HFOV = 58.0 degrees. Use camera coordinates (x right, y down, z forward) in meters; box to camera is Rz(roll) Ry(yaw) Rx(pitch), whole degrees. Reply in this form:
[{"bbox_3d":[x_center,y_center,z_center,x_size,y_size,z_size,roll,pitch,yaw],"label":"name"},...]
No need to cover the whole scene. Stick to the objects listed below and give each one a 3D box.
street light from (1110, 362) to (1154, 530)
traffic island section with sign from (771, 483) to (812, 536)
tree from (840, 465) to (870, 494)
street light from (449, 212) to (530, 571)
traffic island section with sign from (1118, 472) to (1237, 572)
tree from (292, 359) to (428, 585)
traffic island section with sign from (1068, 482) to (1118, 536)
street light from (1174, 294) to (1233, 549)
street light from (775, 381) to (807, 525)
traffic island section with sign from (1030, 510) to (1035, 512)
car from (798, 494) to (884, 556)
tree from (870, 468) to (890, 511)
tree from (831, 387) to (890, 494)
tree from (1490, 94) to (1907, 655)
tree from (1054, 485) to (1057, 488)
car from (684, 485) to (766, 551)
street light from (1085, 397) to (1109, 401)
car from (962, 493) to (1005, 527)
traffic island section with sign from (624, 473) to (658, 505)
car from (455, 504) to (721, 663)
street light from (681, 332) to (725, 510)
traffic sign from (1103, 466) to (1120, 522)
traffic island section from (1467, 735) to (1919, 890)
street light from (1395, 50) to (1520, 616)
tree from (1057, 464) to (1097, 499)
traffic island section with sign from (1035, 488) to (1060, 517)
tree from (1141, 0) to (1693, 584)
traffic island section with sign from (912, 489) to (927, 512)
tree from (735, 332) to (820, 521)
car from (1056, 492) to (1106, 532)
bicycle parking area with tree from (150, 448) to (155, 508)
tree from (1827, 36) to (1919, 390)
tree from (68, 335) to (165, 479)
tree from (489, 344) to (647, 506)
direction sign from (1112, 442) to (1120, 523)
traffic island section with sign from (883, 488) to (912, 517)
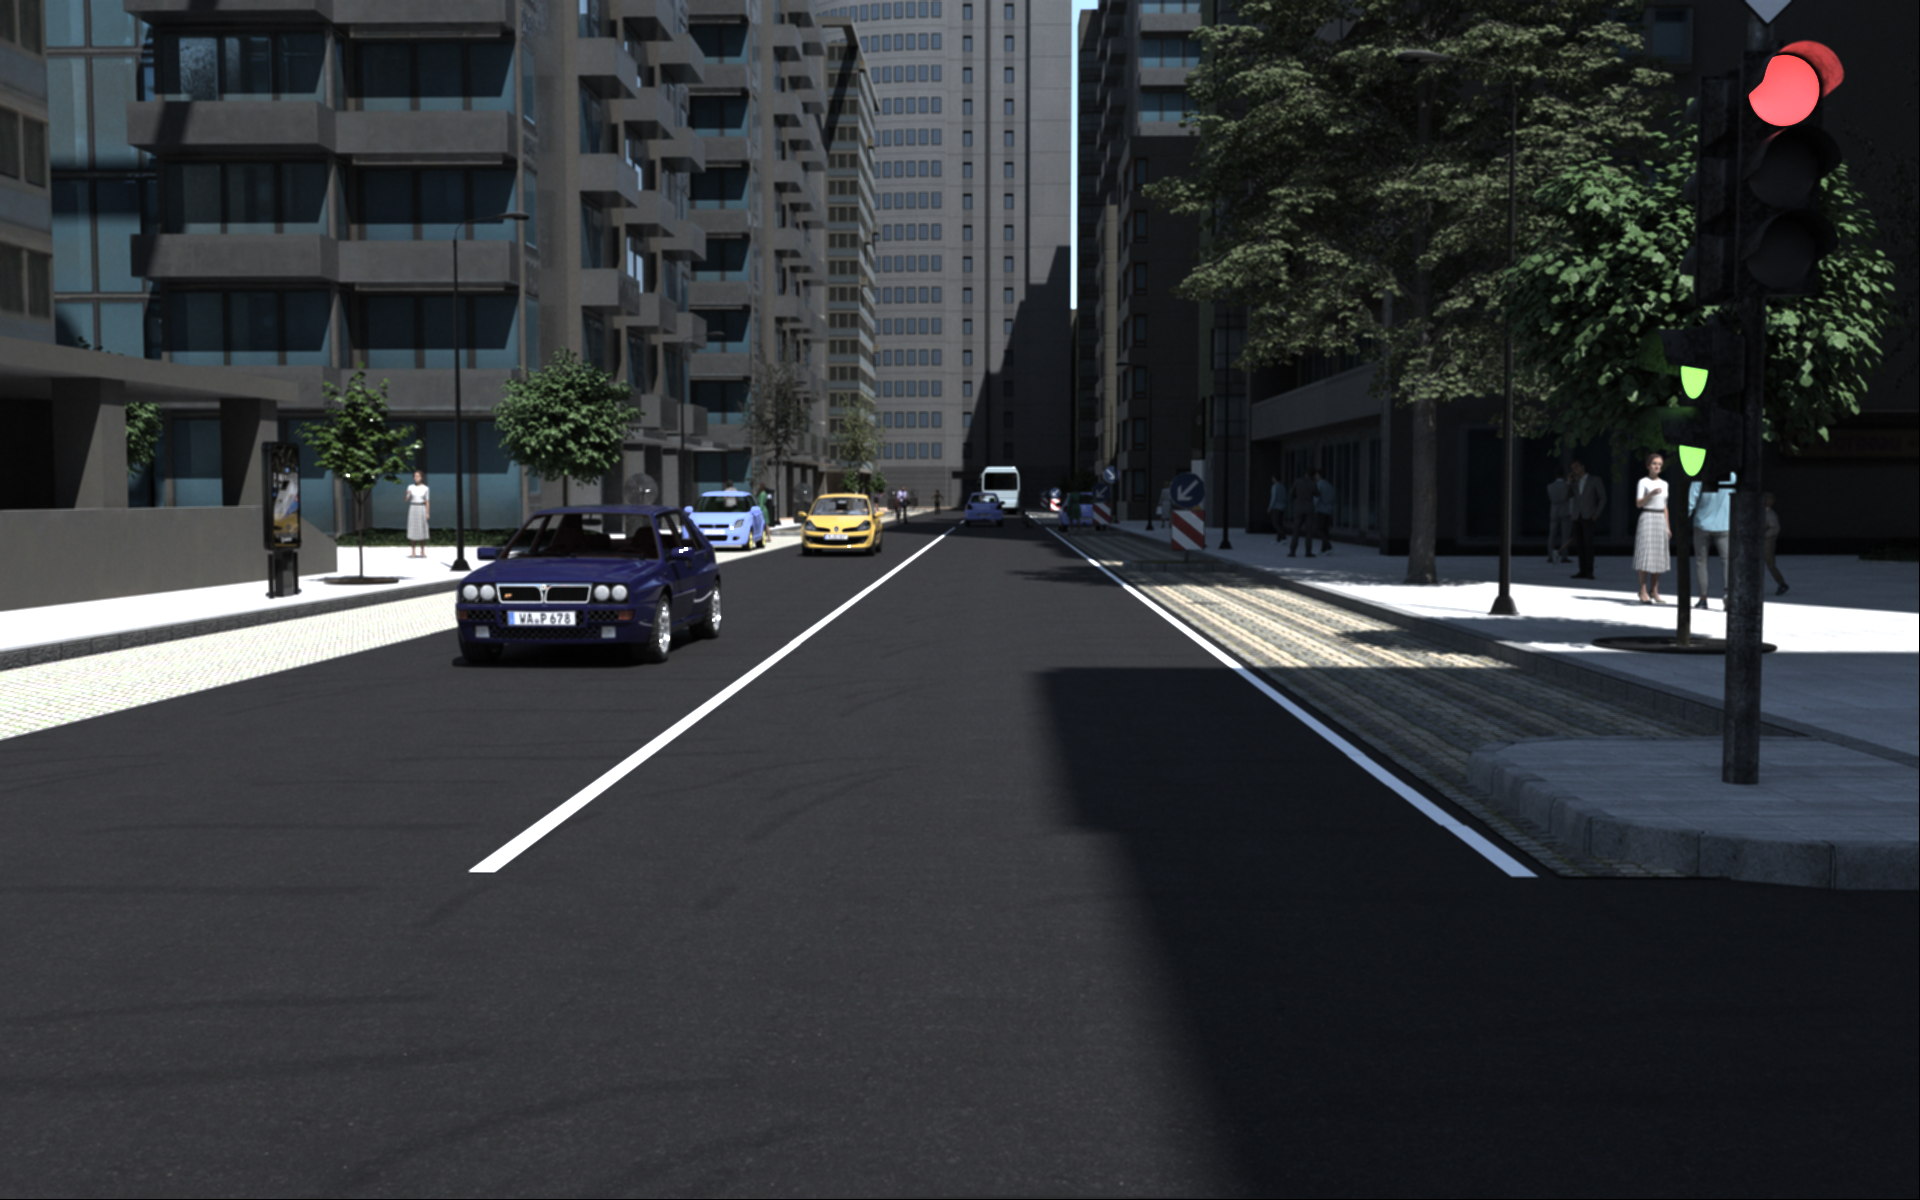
[{"bbox_3d":[6.182,-5.421,61.169,1.470,5.913,1.316,0,4,1],"label":"street light"},{"bbox_3d":[-5.393,-3.115,59.554,1.989,1.847,2.006,0,4,1],"label":"traffic island section with sign"},{"bbox_3d":[-7.159,-7.416,115.849,1.663,3.219,1.824,0,3,0],"label":"tree"},{"bbox_3d":[-7.787,-3.434,28.694,1.470,5.913,1.316,0,4,1],"label":"street light"},{"bbox_3d":[4.077,-1.459,32.490,1.989,1.847,2.006,0,4,1],"label":"traffic island section with sign"},{"bbox_3d":[-8.479,-1.850,24.842,1.663,3.219,1.824,0,3,0],"label":"tree"},{"bbox_3d":[4.708,-3.108,59.438,1.989,1.847,2.006,0,4,1],"label":"traffic island section with sign"},{"bbox_3d":[5.647,-4.139,40.217,1.470,5.913,1.316,0,4,1],"label":"street light"},{"bbox_3d":[-6.957,-6.024,71.040,1.470,5.913,1.316,0,4,1],"label":"street light"},{"bbox_3d":[6.518,-7.814,136.385,1.989,1.847,2.006,0,4,1],"label":"traffic island section with sign"},{"bbox_3d":[-2.787,-1.898,41.254,2.015,1.641,3.980,0,4,1],"label":"car"},{"bbox_3d":[-6.138,-8.273,129.869,1.663,3.219,1.824,0,3,0],"label":"tree"},{"bbox_3d":[-7.056,-10.353,119.634,4.737,8.622,4.395,0,3,0],"label":"tree"},{"bbox_3d":[6.103,-1.882,14.477,4.285,4.588,4.351,0,3,0],"label":"tree"},{"bbox_3d":[8.844,-9.421,148.639,1.663,3.219,1.824,0,3,0],"label":"tree"},{"bbox_3d":[-5.988,-2.113,44.135,1.945,1.707,3.694,0,4,1],"label":"car"},{"bbox_3d":[6.673,-6.737,82.690,1.470,5.913,1.316,0,4,1],"label":"street light"},{"bbox_3d":[1.060,-4.153,77.489,1.945,1.707,3.694,0,4,0],"label":"car"},{"bbox_3d":[-6.039,-1.463,32.548,1.989,1.847,2.006,0,4,1],"label":"traffic island section with sign"},{"bbox_3d":[-3.311,-0.204,15.923,1.945,1.354,3.894,0,4,2],"label":"car"},{"bbox_3d":[-7.440,-4.724,49.785,1.470,5.913,1.316,0,4,1],"label":"street light"},{"bbox_3d":[6.839,-4.778,78.233,0.768,2.556,0.104,0,4,4],"label":"traffic sign"},{"bbox_3d":[3.495,0.891,7.711,2.009,0.180,2.903,0,4,1],"label":"traffic island section"},{"bbox_3d":[5.253,-2.798,18.293,1.470,5.913,1.316,0,4,1],"label":"street light"},{"bbox_3d":[7.917,-7.468,116.696,1.663,3.219,1.824,0,3,0],"label":"tree"},{"bbox_3d":[5.889,-6.166,109.438,1.989,1.847,2.006,0,4,1],"label":"traffic island section with sign"},{"bbox_3d":[6.515,-6.530,24.895,7.486,12.596,7.792,0,3,0],"label":"tree"},{"bbox_3d":[-3.589,-7.864,137.206,1.989,1.847,2.006,0,4,1],"label":"traffic island section with sign"},{"bbox_3d":[-8.427,-7.898,79.489,4.360,8.622,3.978,0,3,0],"label":"tree"},{"bbox_3d":[4.630,-3.448,65.966,1.945,1.707,3.694,0,4,0],"label":"car"},{"bbox_3d":[-21.025,-3.387,42.372,9.016,4.147,8.231,1,4,11],"label":"bicycle parking area with tree"},{"bbox_3d":[15.020,-4.582,25.285,4.360,8.622,3.978,0,3,0],"label":"tree"},{"bbox_3d":[-18.152,-3.201,36.052,4.285,4.588,4.351,0,3,0],"label":"tree"},{"bbox_3d":[-8.621,-3.332,38.200,4.285,4.588,4.351,0,3,0],"label":"tree"},{"bbox_3d":[6.859,-5.140,76.038,0.379,3.537,0.876,0,4,7],"label":"direction sign"},{"bbox_3d":[-4.224,-6.191,109.857,1.989,1.847,2.006,0,4,1],"label":"traffic island section with sign"}]
